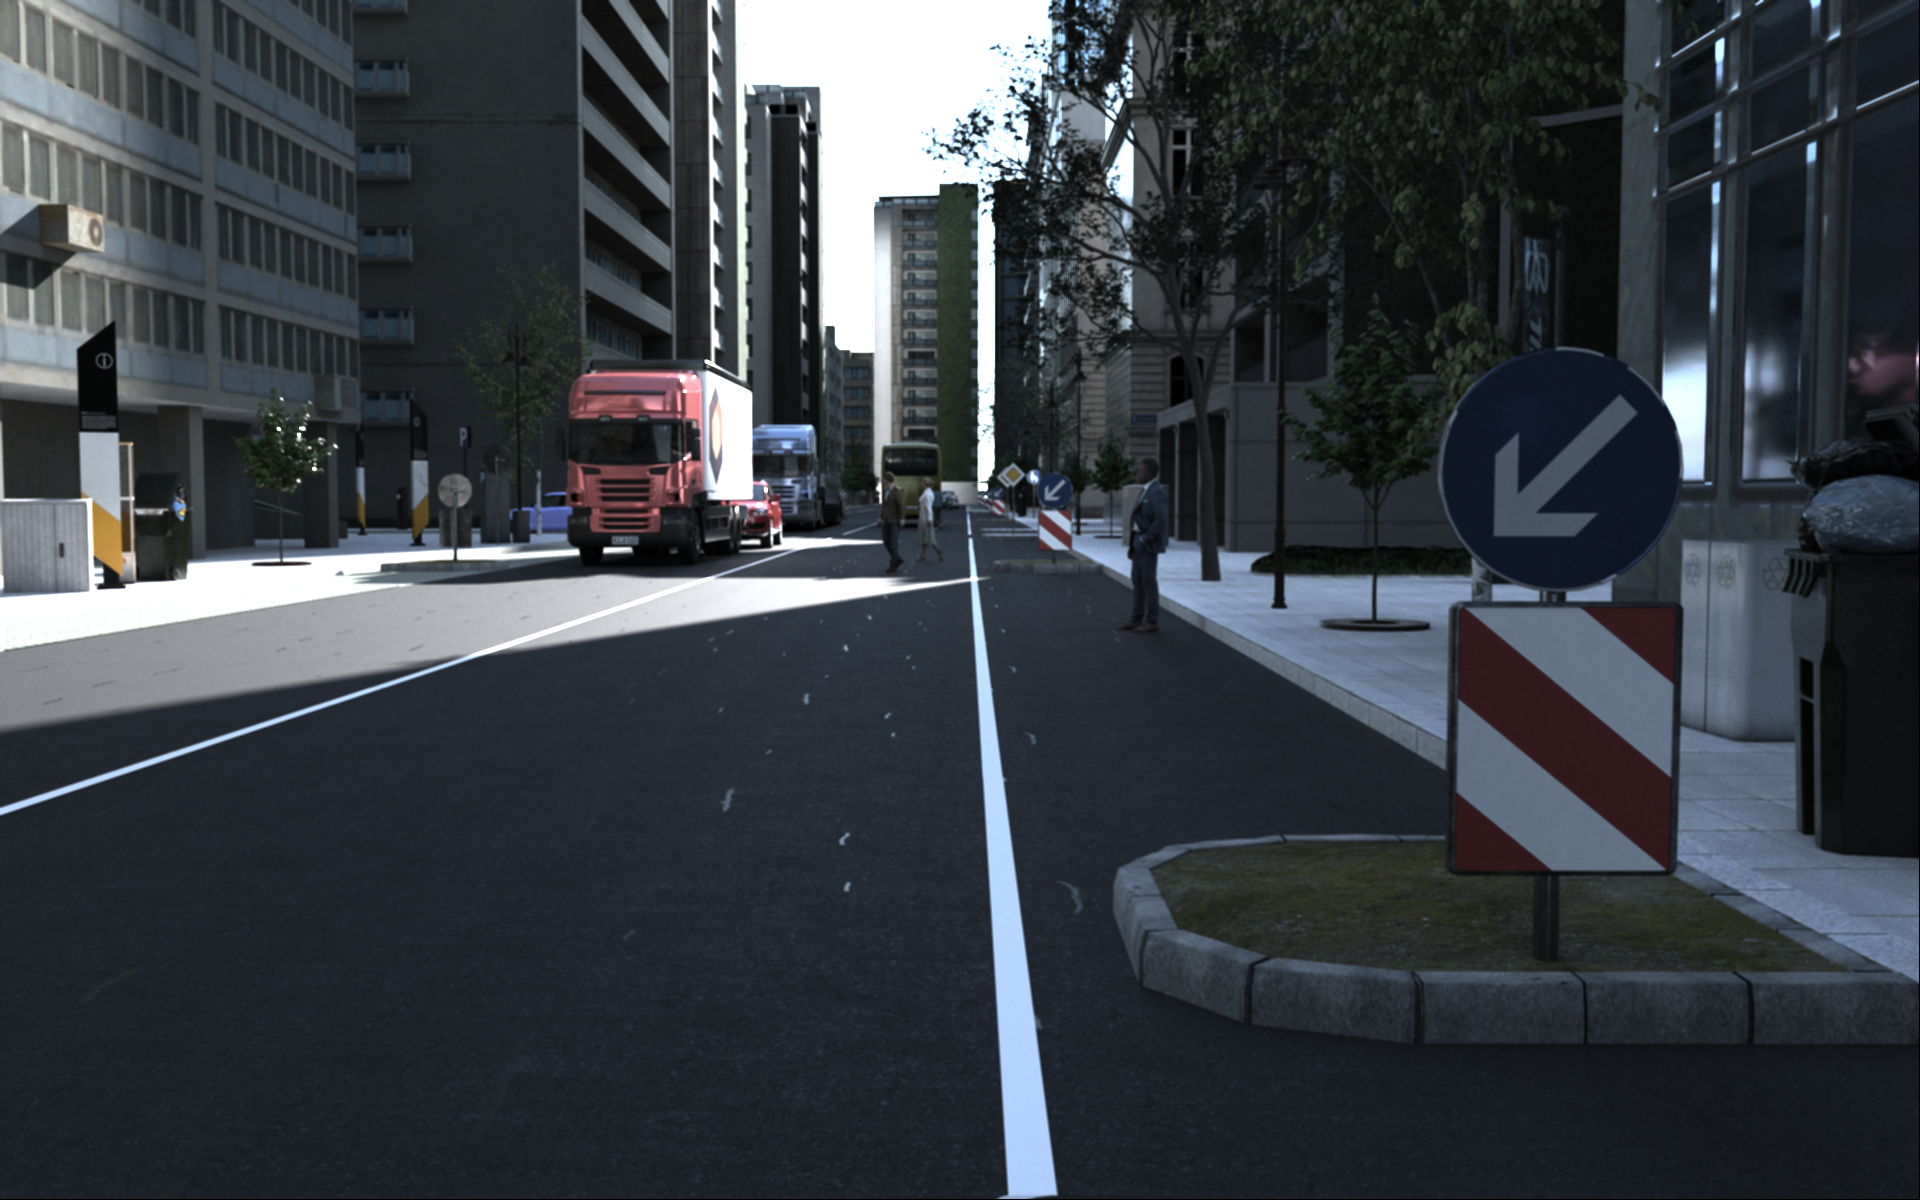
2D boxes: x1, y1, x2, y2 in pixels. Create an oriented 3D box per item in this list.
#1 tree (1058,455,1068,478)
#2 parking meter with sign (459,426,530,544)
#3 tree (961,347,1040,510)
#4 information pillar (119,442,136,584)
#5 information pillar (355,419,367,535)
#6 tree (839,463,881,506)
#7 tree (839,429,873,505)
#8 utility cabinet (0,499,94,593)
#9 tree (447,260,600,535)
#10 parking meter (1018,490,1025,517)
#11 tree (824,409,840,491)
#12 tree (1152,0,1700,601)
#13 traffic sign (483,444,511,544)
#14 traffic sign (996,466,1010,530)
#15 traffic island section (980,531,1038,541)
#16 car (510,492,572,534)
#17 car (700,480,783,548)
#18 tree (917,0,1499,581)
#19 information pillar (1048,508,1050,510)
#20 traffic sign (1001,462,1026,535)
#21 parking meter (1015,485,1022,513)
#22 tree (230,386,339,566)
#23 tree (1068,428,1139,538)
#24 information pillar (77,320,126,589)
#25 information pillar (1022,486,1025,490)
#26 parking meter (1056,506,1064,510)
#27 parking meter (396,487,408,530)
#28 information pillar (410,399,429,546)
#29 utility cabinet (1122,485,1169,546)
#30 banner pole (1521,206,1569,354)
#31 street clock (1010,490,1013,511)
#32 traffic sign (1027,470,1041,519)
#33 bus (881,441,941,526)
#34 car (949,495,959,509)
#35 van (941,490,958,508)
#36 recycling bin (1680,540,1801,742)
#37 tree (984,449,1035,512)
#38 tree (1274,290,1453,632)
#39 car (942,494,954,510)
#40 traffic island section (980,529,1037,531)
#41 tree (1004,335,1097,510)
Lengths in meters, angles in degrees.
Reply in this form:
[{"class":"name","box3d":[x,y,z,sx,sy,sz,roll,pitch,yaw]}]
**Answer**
[{"class":"tree","box3d":[4.810,-4.781,72.769,1.663,3.219,1.824,0,3,0]},{"class":"parking meter with sign","box3d":[-12.101,-2.989,45.125,1.738,3.016,0.543,-3,5,-41]},{"class":"tree","box3d":[5.118,-14.285,143.928,12.009,13.543,11.850,0,3,0]},{"class":"information pillar","box3d":[-11.940,-1.235,24.680,0.304,2.012,0.304,-1,4,-21]},{"class":"information pillar","box3d":[-18.633,-3.821,53.820,0.183,3.616,0.504,0,4,0]},{"class":"tree","box3d":[-11.371,-12.326,185.237,4.285,4.588,4.351,0,3,0]},{"class":"tree","box3d":[-11.530,-14.935,194.548,4.737,8.622,4.395,0,3,0]},{"class":"utility cabinet","box3d":[-11.903,-0.699,22.597,1.020,1.237,0.306,-1,4,-16]},{"class":"tree","box3d":[-13.412,-6.334,53.931,4.737,8.622,4.395,0,3,0]},{"class":"parking meter","box3d":[3.494,-5.512,98.538,0.372,1.533,0.369,0,3,0]},{"class":"tree","box3d":[-11.733,-11.687,141.441,4.360,8.622,3.978,0,3,0]},{"class":"tree","box3d":[3.456,-3.774,12.070,4.737,8.622,4.395,0,3,0]},{"class":"traffic sign","box3d":[-11.831,-2.699,44.241,0.768,2.556,0.104,1,4,10]},{"class":"traffic sign","box3d":[1.702,-3.596,62.432,0.795,2.450,0.064,0,4,0]},{"class":"traffic island section","box3d":[1.698,-1.972,54.524,2.009,0.180,2.903,0,4,0]},{"class":"car","box3d":[-13.760,-3.026,59.060,3.694,1.707,1.945,0,3,0]},{"class":"car","box3d":[-6.017,-2.372,47.450,2.281,1.827,5.304,0,4,-2]},{"class":"tree","box3d":[3.705,-5.582,25.673,8.767,10.594,7.601,0,4,-6]},{"class":"information pillar","box3d":[4.108,-4.406,76.534,0.304,2.012,0.304,2,4,30]},{"class":"traffic sign","box3d":[1.674,-3.107,54.447,0.795,2.450,0.064,0,4,0]},{"class":"parking meter","box3d":[3.958,-6.791,116.741,0.399,1.863,0.255,-2,4,-35]},{"class":"tree","box3d":[-12.356,-2.240,31.225,1.663,3.219,1.824,0,3,0]},{"class":"tree","box3d":[4.309,-3.425,50.607,1.663,3.219,1.824,0,3,0]},{"class":"information pillar","box3d":[-11.557,-1.954,23.295,0.504,3.616,0.183,-2,4,-32]},{"class":"information pillar","box3d":[4.828,-8.612,132.159,0.183,3.616,0.504,1,4,16]},{"class":"parking meter","box3d":[3.981,-3.714,69.127,0.372,1.533,0.369,0,3,0]},{"class":"parking meter","box3d":[-20.129,-3.308,62.495,0.372,1.533,0.369,0,3,0]},{"class":"information pillar","box3d":[-13.361,-3.145,42.784,0.183,3.616,0.504,2,4,30]},{"class":"utility cabinet","box3d":[4.525,-2.059,42.342,1.173,1.500,0.318,3,5,40]},{"class":"banner pole","box3d":[5.062,-1.530,15.030,0.863,3.779,0.401,-3,5,-42]},{"class":"street clock","box3d":[3.926,-7.715,130.713,0.471,2.002,0.358,0,4,6]},{"class":"traffic sign","box3d":[3.851,-5.499,90.013,0.768,2.556,0.104,0,4,3]},{"class":"bus","box3d":[-2.219,-5.381,79.528,2.896,3.916,12.252,0,4,-1]},{"class":"car","box3d":[-1.072,-9.450,166.874,2.083,1.381,4.827,0,4,-1]},{"class":"van","box3d":[-1.269,-10.493,178.565,2.013,2.044,4.112,0,4,2]},{"class":"recycling bin","box3d":[4.363,0.199,9.294,0.722,1.027,0.722,0,4,-3]},{"class":"tree","box3d":[3.856,-8.713,126.165,4.285,4.588,4.351,0,3,0]},{"class":"tree","box3d":[3.849,-1.343,16.567,1.663,3.219,1.824,0,3,0]},{"class":"car","box3d":[-1.579,-8.706,154.145,2.131,1.459,4.920,0,4,-1]},{"class":"traffic island section","box3d":[1.725,-2.460,62.509,2.009,0.180,2.903,0,4,0]},{"class":"tree","box3d":[4.134,-8.000,81.165,4.360,8.622,3.978,0,3,0]}]
